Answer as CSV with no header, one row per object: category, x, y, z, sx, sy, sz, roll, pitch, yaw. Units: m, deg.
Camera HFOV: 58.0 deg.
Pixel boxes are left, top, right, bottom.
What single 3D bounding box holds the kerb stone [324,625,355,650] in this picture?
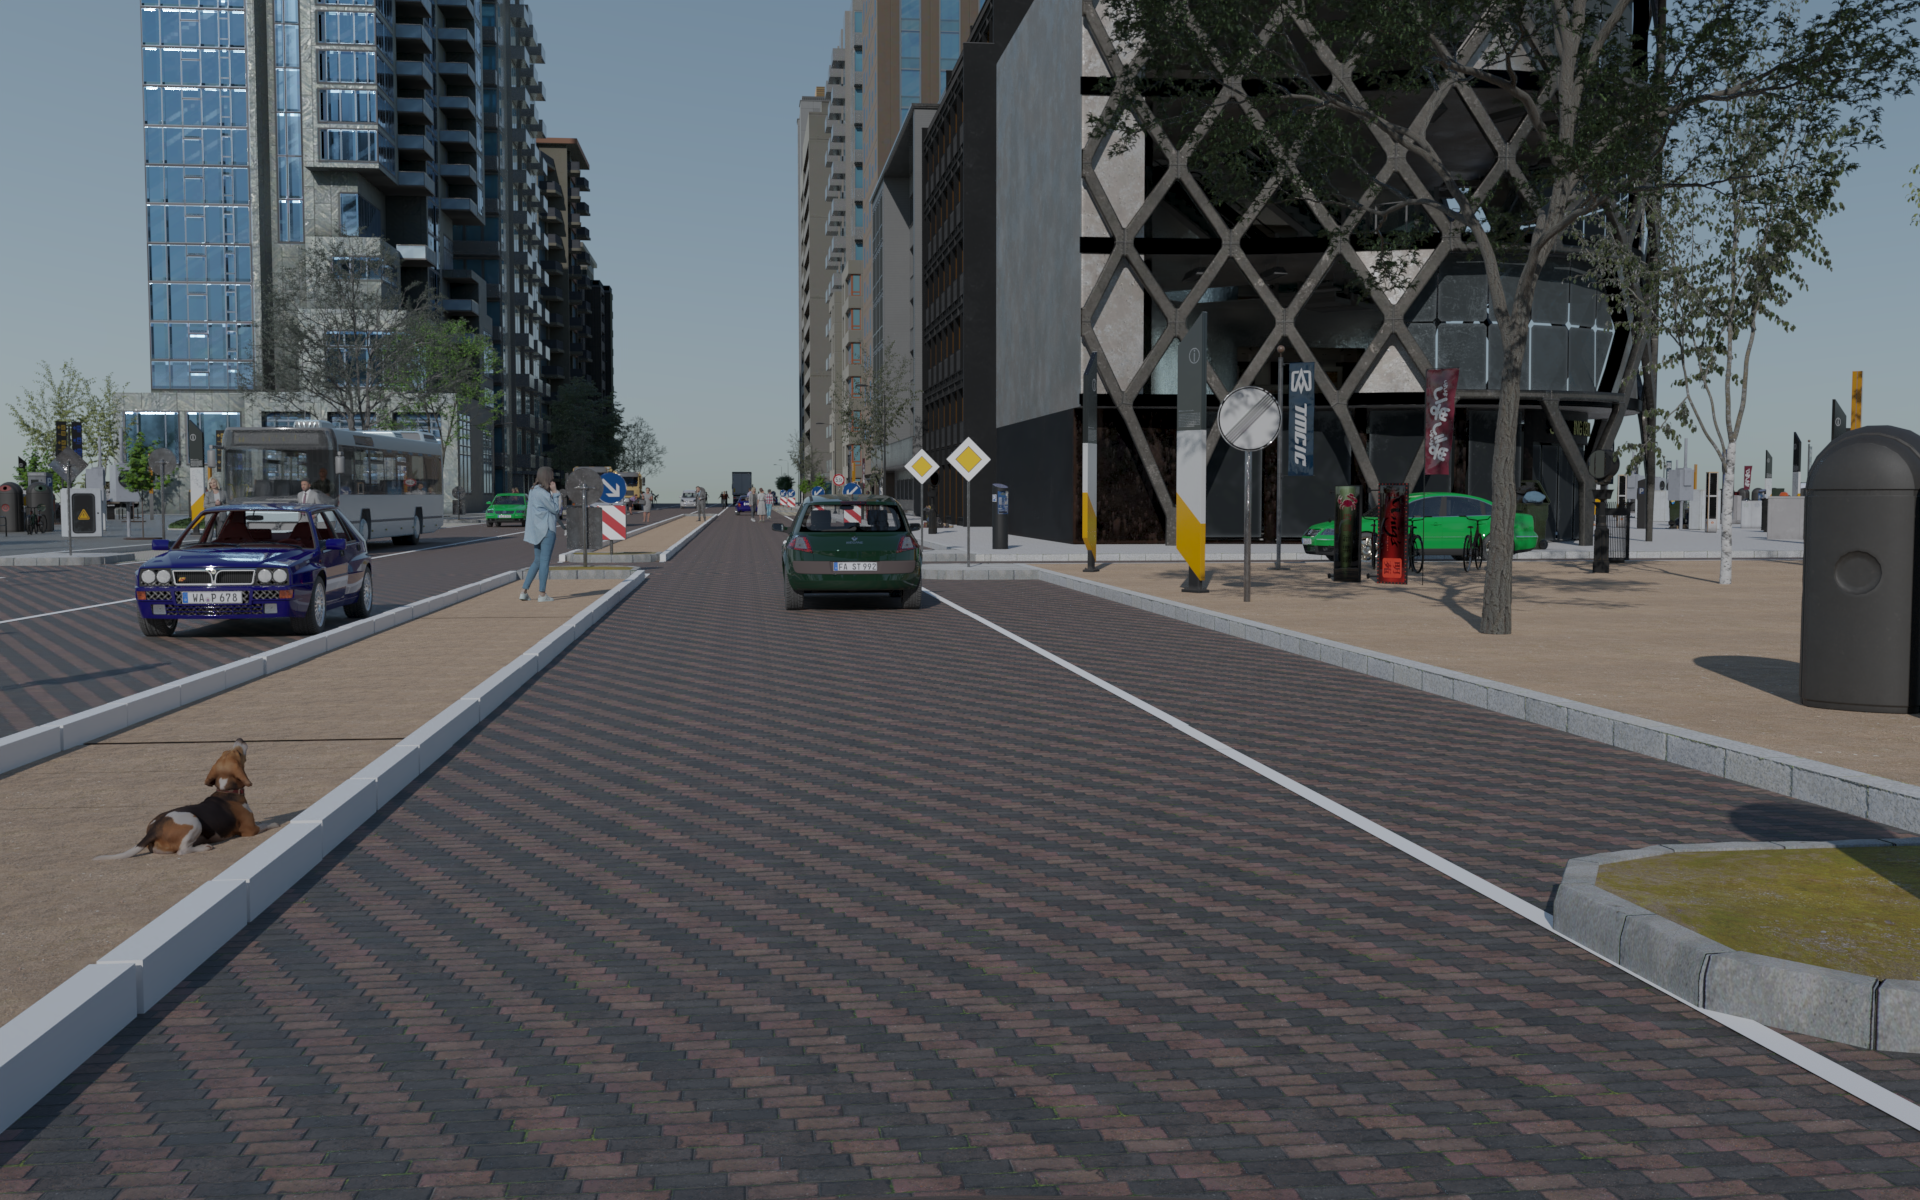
kerb stone,-5.859,0.370,16.190,0.120,0.150,1.000,0,4,-7

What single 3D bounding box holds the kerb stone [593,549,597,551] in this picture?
kerb stone,-9.357,-1.346,44.201,0.120,0.150,1.000,0,4,-7

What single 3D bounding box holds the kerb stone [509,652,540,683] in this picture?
kerb stone,-3.399,0.545,13.422,0.120,0.150,1.000,0,4,-7

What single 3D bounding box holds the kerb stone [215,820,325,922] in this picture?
kerb stone,-2.496,0.977,6.279,0.120,0.150,1.000,0,4,-7

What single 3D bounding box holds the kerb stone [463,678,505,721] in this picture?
kerb stone,-3.140,0.661,11.386,0.120,0.150,1.000,0,4,-7

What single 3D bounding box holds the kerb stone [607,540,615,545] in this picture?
kerb stone,-9.994,-1.651,49.282,0.120,0.150,1.000,0,4,-7

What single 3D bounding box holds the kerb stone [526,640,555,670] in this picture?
kerb stone,-3.517,0.475,14.437,0.120,0.150,1.000,0,4,-7

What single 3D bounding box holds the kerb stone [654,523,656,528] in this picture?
kerb stone,-12.787,-3.024,71.669,0.120,0.150,1.000,0,4,-7

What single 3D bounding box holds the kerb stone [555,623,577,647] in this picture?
kerb stone,-3.780,0.354,16.471,0.120,0.150,1.000,0,4,-7

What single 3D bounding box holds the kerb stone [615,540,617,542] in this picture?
kerb stone,-10.121,-1.717,50.297,0.120,0.150,1.000,0,4,-7

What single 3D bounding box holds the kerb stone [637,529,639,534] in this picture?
kerb stone,-11.390,-2.341,60.475,0.120,0.150,1.000,0,4,-7

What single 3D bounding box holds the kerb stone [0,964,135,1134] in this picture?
kerb stone,-2.255,1.099,4.243,0.120,0.150,1.000,0,4,-7

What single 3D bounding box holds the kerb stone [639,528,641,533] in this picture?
kerb stone,-11.516,-2.404,61.501,0.120,0.150,1.000,0,4,-7

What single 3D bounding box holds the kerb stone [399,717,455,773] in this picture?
kerb stone,-2.885,0.786,9.347,0.120,0.150,1.000,0,4,-7

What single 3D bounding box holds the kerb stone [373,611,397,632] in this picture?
kerb stone,-6.116,0.247,18.229,0.120,0.150,1.000,0,4,-7

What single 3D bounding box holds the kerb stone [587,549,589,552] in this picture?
kerb stone,-8.984,-1.156,41.158,0.120,0.150,1.000,0,4,-7

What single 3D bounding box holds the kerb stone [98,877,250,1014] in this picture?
kerb stone,-2.371,1.036,5.259,0.120,0.150,1.000,0,4,-7

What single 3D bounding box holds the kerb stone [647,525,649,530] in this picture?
kerb stone,-12.155,-2.714,66.587,0.120,0.150,1.000,0,4,-7

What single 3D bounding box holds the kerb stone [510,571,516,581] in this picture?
kerb stone,-7.386,-0.380,28.415,0.120,0.150,1.000,0,4,-7

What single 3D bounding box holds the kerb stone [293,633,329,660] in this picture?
kerb stone,-5.734,0.430,15.175,0.120,0.150,1.000,0,4,-7

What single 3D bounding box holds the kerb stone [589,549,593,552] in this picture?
kerb stone,-9.101,-1.221,42.173,0.120,0.150,1.000,0,4,-7

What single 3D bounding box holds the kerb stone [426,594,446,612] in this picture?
kerb stone,-6.494,0.056,21.288,0.120,0.150,1.000,0,4,-7

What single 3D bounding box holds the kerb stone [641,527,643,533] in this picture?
kerb stone,-11.641,-2.467,62.523,0.120,0.150,1.000,0,4,-7

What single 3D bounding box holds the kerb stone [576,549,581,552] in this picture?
kerb stone,-8.721,-1.035,39.117,0.120,0.150,1.000,0,4,-7

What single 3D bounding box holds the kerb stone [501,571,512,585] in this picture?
kerb stone,-7.259,-0.318,27.396,0.120,0.150,1.000,0,4,-7

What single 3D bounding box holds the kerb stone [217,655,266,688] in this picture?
kerb stone,-5.485,0.558,13.137,0.120,0.150,1.000,0,4,-7

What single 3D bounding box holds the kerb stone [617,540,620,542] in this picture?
kerb stone,-10.249,-1.781,51.320,0.120,0.150,1.000,0,4,-7

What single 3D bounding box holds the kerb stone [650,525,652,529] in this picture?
kerb stone,-12.407,-2.839,68.619,0.120,0.150,1.000,0,4,-7

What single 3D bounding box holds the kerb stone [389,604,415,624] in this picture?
kerb stone,-6.244,0.180,19.249,0.120,0.150,1.000,0,4,-7

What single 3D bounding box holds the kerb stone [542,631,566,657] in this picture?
kerb stone,-3.649,0.412,15.454,0.120,0.150,1.000,0,4,-7

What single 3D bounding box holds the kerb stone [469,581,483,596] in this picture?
kerb stone,-6.880,-0.130,24.341,0.120,0.150,1.000,0,4,-7

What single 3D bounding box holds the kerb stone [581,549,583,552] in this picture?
kerb stone,-8.843,-1.094,40.137,0.120,0.150,1.000,0,4,-7

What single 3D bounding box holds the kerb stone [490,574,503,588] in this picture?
kerb stone,-7.132,-0.256,26.382,0.120,0.150,1.000,0,4,-7

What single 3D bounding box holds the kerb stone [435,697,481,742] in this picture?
kerb stone,-3.018,0.728,10.365,0.120,0.150,1.000,0,4,-7

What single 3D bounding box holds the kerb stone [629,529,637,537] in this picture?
kerb stone,-11.261,-2.278,59.459,0.120,0.150,1.000,0,4,-7

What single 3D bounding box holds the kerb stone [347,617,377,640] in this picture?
kerb stone,-5.990,0.305,17.204,0.120,0.150,1.000,0,4,-7

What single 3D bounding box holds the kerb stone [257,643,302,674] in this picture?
kerb stone,-5.595,0.491,14.160,0.120,0.150,1.000,0,4,-7

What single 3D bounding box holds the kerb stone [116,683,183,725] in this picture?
kerb stone,-5.225,0.678,11.106,0.120,0.150,1.000,0,4,-7

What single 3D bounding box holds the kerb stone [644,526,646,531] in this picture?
kerb stone,-11.900,-2.591,64.552,0.120,0.150,1.000,0,4,-7

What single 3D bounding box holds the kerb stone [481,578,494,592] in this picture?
kerb stone,-7.003,-0.189,25.368,0.120,0.150,1.000,0,4,-7

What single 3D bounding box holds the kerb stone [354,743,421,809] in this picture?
kerb stone,-2.759,0.849,8.331,0.120,0.150,1.000,0,4,-7

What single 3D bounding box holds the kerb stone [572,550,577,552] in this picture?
kerb stone,-8.586,-0.969,38.094,0.120,0.150,1.000,0,4,-7

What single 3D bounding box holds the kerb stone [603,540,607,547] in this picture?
kerb stone,-9.606,-1.470,46.237,0.120,0.150,1.000,0,4,-7

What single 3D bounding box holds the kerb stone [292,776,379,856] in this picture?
kerb stone,-2.631,0.911,7.305,0.120,0.150,1.000,0,4,-7

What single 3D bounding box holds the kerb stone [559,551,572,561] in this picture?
kerb stone,-8.467,-0.910,37.078,0.120,0.150,1.000,0,4,-7

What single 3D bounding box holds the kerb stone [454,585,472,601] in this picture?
kerb stone,-6.747,-0.069,23.320,0.120,0.150,1.000,0,4,-7

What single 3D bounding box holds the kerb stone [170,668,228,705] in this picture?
kerb stone,-5.354,0.616,12.123,0.120,0.150,1.000,0,4,-7

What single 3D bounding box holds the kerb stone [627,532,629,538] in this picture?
kerb stone,-10.751,-2.030,55.392,0.120,0.150,1.000,0,4,-7

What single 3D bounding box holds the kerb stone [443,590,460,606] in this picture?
kerb stone,-6.621,0.000,22.303,0.120,0.150,1.000,0,4,-7

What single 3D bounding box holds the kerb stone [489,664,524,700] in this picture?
kerb stone,-3.269,0.601,12.400,0.120,0.150,1.000,0,4,-7

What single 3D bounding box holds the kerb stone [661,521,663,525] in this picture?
kerb stone,-13.556,-3.400,77.782,0.120,0.150,1.000,0,4,-7

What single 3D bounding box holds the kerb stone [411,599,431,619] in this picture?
kerb stone,-6.366,0.118,20.264,0.120,0.150,1.000,0,4,-7
